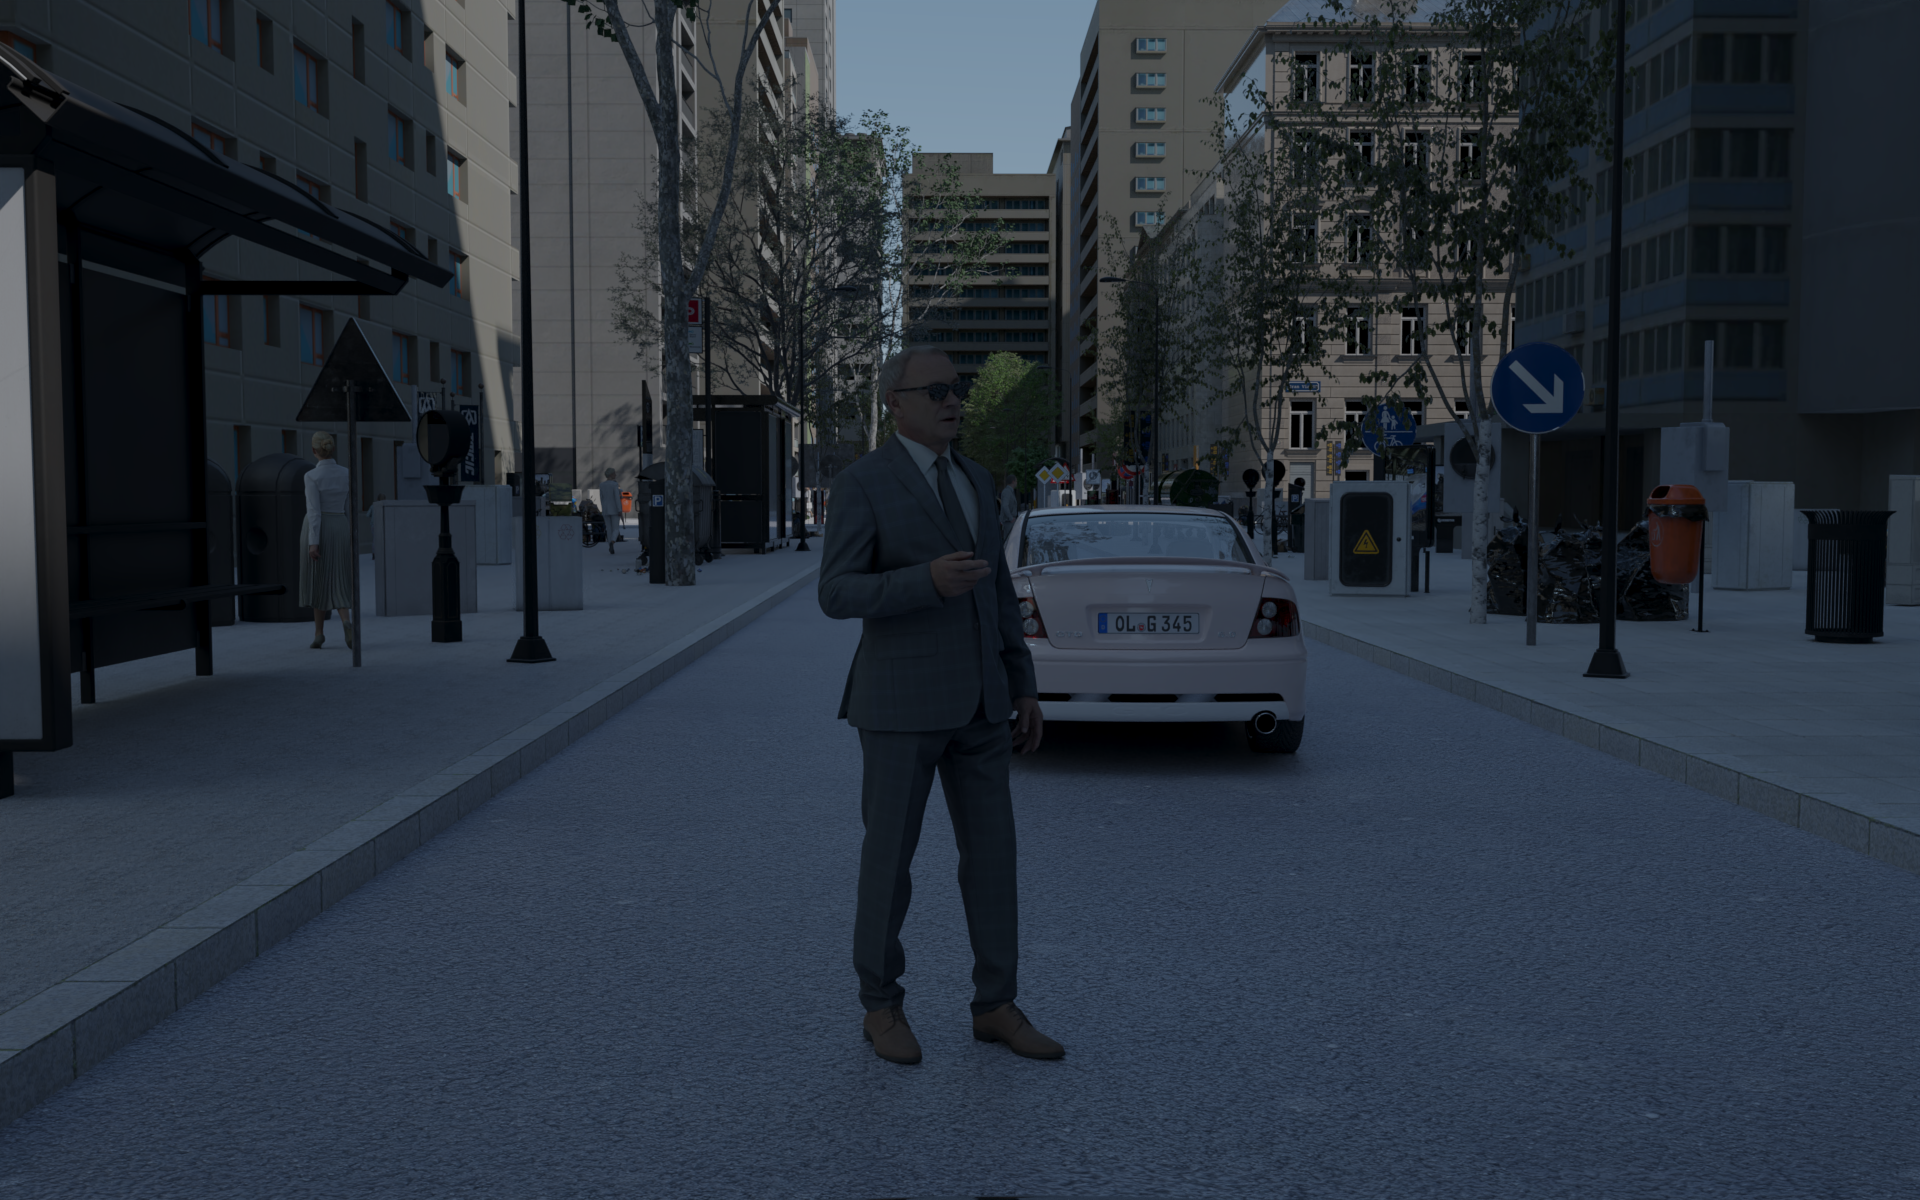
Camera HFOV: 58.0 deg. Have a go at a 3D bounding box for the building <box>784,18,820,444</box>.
[{"bbox_3d":[-21.025,-31.657,167.704,14.600,45.320,14.200,0,4,-1],"label":"building"}]

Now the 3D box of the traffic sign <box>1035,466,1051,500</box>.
[{"bbox_3d":[3.483,-4.207,70.982,0.795,2.593,0.064,0,4,-1],"label":"traffic sign"}]

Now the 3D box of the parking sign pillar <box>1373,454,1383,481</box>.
[{"bbox_3d":[13.722,-4.115,55.745,1.447,3.967,1.447,2,4,33],"label":"parking sign pillar"}]

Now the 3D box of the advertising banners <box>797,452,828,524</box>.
[{"bbox_3d":[-5.947,-4.713,73.242,2.074,3.025,0.090,-2,4,-31],"label":"advertising banners"}]

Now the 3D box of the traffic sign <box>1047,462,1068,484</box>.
[{"bbox_3d":[3.572,-3.719,62.998,0.795,2.593,0.064,0,4,-1],"label":"traffic sign"}]

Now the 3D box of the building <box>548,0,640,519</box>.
[{"bbox_3d":[-23.705,-40.372,98.335,20.563,71.187,20.611,0,4,-1],"label":"building"}]

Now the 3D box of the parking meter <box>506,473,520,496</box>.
[{"bbox_3d":[-12.169,-2.538,47.201,0.255,1.863,0.399,1,4,10],"label":"parking meter"}]

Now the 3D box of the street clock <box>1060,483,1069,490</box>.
[{"bbox_3d":[5.584,-5.360,92.210,0.471,2.002,0.358,-1,4,-14],"label":"street clock"}]

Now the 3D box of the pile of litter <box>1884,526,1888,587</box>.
[{"bbox_3d":[13.195,-0.618,24.069,1.176,0.858,1.719,2,4,24],"label":"pile of litter"}]

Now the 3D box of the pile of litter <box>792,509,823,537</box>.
[{"bbox_3d":[-4.778,-2.328,52.025,1.176,0.858,1.719,-2,4,-24],"label":"pile of litter"}]

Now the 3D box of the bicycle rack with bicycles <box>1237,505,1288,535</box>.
[{"bbox_3d":[10.115,-2.518,54.553,2.925,0.926,2.852,-1,4,-10],"label":"bicycle rack with bicycles"}]

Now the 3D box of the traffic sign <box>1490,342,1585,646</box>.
[{"bbox_3d":[4.846,-0.887,14.615,0.768,2.556,0.104,1,4,9],"label":"traffic sign"}]

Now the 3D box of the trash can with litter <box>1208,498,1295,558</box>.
[{"bbox_3d":[5.615,-1.464,34.986,2.233,1.210,1.678,2,4,25],"label":"trash can with litter"}]

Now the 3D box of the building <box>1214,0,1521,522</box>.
[{"bbox_3d":[25.911,-17.600,85.021,25.104,27.353,12.463,0,4,-1],"label":"building"}]

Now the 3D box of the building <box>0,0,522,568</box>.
[{"bbox_3d":[-27.185,-11.711,36.513,28.899,21.520,27.650,0,4,-1],"label":"building"}]

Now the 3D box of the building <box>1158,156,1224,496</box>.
[{"bbox_3d":[17.979,-15.170,102.782,10.420,20.320,16.860,0,4,-1],"label":"building"}]

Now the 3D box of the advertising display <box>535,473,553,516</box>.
[{"bbox_3d":[-12.931,-2.946,53.374,0.974,1.923,0.123,2,4,33],"label":"advertising display"}]

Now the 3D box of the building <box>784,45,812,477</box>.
[{"bbox_3d":[-20.764,-28.754,153.715,14.154,41.232,14.086,0,4,-1],"label":"building"}]

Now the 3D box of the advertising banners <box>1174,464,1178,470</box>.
[{"bbox_3d":[12.168,-6.376,100.431,0.090,3.025,2.074,-1,4,-17],"label":"advertising banners"}]

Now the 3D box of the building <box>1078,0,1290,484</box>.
[{"bbox_3d":[22.724,-33.002,163.280,21.300,48.544,21.600,0,4,-1],"label":"building"}]

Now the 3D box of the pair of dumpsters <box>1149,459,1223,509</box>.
[{"bbox_3d":[6.491,-2.894,49.809,1.574,2.255,4.437,0,4,-1],"label":"pair of dumpsters"}]

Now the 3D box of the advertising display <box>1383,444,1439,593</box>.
[{"bbox_3d":[5.905,-1.077,22.816,0.123,1.923,0.974,-1,4,-22],"label":"advertising display"}]

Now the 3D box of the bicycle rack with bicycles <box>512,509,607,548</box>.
[{"bbox_3d":[-9.744,-1.733,41.715,2.925,0.926,2.852,-2,4,-29],"label":"bicycle rack with bicycles"}]

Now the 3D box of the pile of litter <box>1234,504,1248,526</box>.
[{"bbox_3d":[11.405,-3.500,71.182,1.719,0.858,1.176,-3,4,-36],"label":"pile of litter"}]

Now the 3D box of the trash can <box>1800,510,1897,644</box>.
[{"bbox_3d":[7.678,-0.206,15.015,0.748,1.137,0.748,0,3,0],"label":"trash can"}]

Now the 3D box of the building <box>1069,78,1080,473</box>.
[{"bbox_3d":[18.928,-32.483,181.204,14.600,45.320,14.200,0,4,-1],"label":"building"}]

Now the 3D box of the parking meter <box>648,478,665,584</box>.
[{"bbox_3d":[-4.279,-1.006,24.862,0.372,1.533,0.369,0,3,0],"label":"parking meter"}]

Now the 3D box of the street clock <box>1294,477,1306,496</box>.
[{"bbox_3d":[14.661,-4.294,74.776,0.471,2.002,0.358,1,4,22],"label":"street clock"}]

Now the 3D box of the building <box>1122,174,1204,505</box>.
[{"bbox_3d":[19.423,-18.956,129.021,14.460,24.649,34.723,0,4,-1],"label":"building"}]

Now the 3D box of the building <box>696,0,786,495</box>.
[{"bbox_3d":[-24.537,-30.848,128.070,21.300,48.544,21.600,0,4,-1],"label":"building"}]

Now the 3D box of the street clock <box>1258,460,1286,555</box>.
[{"bbox_3d":[6.601,-1.954,36.520,0.471,2.002,0.358,0,4,-3],"label":"street clock"}]

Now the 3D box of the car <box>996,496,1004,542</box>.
[{"bbox_3d":[0.279,-1.896,40.778,2.009,1.686,4.222,0,4,-2],"label":"car"}]

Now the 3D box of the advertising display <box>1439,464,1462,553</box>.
[{"bbox_3d":[10.535,-1.983,37.629,0.974,1.923,0.123,0,4,3],"label":"advertising display"}]

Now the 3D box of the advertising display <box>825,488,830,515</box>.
[{"bbox_3d":[-7.708,-5.880,101.354,0.123,1.923,0.974,-1,4,-20],"label":"advertising display"}]

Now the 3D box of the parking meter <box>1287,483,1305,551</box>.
[{"bbox_3d":[7.585,-1.876,39.085,0.372,1.533,0.369,0,3,0],"label":"parking meter"}]

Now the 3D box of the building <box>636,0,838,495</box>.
[{"bbox_3d":[-25.189,-46.716,202.055,20.611,71.187,20.563,0,4,-1],"label":"building"}]

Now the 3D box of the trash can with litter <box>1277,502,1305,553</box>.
[{"bbox_3d":[7.279,-1.625,37.954,1.055,1.170,0.624,2,4,25],"label":"trash can with litter"}]

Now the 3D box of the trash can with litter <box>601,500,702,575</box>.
[{"bbox_3d":[-5.043,-1.045,28.140,1.678,1.210,2.233,0,4,-8],"label":"trash can with litter"}]

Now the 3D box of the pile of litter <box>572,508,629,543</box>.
[{"bbox_3d":[-9.762,-1.983,46.393,1.719,0.858,1.176,0,4,-7],"label":"pile of litter"}]

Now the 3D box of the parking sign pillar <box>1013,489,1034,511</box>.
[{"bbox_3d":[4.669,-8.892,133.850,1.447,3.967,1.447,-2,4,-30],"label":"parking sign pillar"}]

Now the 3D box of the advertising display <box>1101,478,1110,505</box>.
[{"bbox_3d":[6.111,-3.979,70.264,0.123,1.923,0.974,-3,5,-43],"label":"advertising display"}]

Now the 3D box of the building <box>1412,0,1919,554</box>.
[{"bbox_3d":[27.665,-21.381,41.462,32.217,40.220,23.993,0,4,-1],"label":"building"}]

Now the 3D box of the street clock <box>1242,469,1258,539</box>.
[{"bbox_3d":[8.275,-2.734,49.279,0.471,2.002,0.358,1,4,18],"label":"street clock"}]

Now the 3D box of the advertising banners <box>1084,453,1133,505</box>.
[{"bbox_3d":[5.373,-3.987,61.369,2.074,3.025,0.090,2,4,28],"label":"advertising banners"}]

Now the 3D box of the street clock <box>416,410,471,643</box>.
[{"bbox_3d":[-4.455,-0.637,14.979,0.471,2.002,0.358,3,4,37],"label":"street clock"}]

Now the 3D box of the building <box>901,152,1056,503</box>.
[{"bbox_3d":[2.478,-38.210,248.441,21.600,48.544,21.300,0,4,-1],"label":"building"}]

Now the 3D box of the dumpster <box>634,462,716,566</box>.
[{"bbox_3d":[-5.200,-1.583,31.639,1.264,1.857,1.865,0,4,0],"label":"dumpster"}]

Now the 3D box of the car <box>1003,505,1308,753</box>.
[{"bbox_3d":[0.992,0.085,10.973,2.083,1.381,4.827,0,4,1],"label":"car"}]

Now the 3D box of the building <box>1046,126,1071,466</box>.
[{"bbox_3d":[26.976,-40.584,252.782,27.495,52.752,28.713,0,4,-1],"label":"building"}]

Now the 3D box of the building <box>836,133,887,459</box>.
[{"bbox_3d":[-22.365,-40.525,251.814,27.495,52.752,28.713,0,4,-1],"label":"building"}]

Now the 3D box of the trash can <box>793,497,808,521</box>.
[{"bbox_3d":[-7.564,-4.318,82.257,0.748,1.137,0.748,0,3,0],"label":"trash can"}]
